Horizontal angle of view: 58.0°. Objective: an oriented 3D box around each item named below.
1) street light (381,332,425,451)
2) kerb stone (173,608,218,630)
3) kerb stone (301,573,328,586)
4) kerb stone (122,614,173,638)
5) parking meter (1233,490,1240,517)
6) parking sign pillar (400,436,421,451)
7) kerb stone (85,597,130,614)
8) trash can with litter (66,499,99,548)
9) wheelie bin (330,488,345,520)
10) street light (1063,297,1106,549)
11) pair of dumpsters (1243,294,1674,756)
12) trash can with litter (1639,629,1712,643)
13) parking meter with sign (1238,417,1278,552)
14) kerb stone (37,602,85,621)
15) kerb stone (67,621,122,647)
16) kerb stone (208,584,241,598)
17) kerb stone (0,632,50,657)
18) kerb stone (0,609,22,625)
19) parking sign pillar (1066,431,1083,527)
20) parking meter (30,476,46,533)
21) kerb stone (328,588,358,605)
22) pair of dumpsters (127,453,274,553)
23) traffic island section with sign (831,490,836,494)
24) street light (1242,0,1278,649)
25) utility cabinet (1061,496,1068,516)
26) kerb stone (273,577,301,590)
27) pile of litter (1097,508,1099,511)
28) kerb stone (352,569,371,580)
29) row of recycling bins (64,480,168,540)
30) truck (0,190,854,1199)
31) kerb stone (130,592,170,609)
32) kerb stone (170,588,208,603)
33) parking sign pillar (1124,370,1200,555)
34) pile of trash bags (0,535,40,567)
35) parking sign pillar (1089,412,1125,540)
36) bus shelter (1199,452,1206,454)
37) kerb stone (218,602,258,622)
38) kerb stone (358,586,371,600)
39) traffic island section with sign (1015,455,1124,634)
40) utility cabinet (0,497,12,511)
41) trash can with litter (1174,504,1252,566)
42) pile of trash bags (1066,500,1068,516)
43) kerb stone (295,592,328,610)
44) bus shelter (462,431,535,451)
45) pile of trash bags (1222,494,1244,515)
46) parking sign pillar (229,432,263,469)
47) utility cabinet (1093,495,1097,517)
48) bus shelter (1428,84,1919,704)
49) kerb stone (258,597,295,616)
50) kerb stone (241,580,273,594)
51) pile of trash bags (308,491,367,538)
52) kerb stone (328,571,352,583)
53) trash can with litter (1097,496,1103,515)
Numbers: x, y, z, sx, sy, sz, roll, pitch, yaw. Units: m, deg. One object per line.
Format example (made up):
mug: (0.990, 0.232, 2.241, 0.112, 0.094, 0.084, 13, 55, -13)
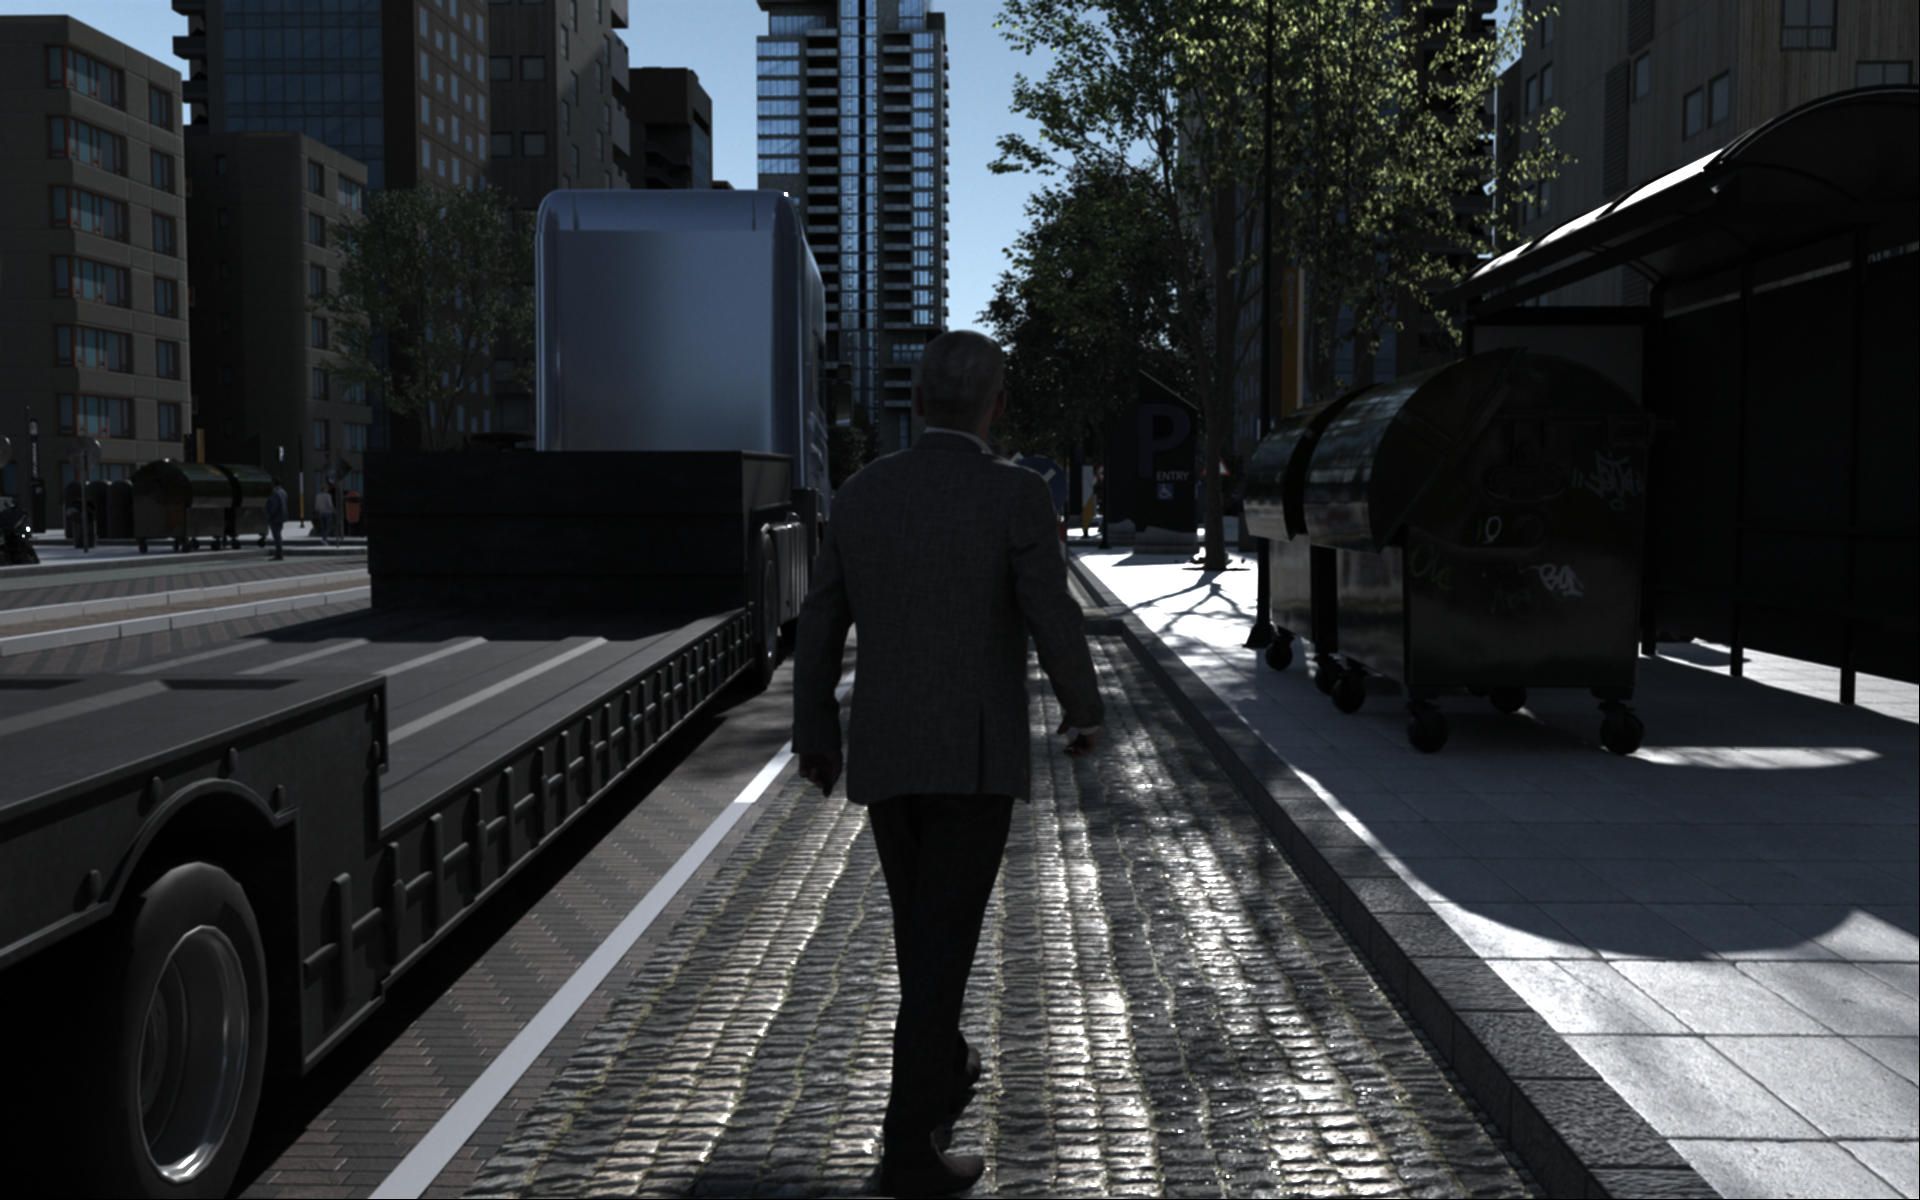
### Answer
street light: (-16.010, -4.722, 49.753, 1.470, 5.913, 1.316, 0, 4, 2)
kerb stone: (-8.353, 0.211, 18.754, 0.120, 0.150, 1.000, 0, 4, 2)
kerb stone: (-10.191, -0.299, 27.092, 0.120, 0.150, 1.000, 0, 4, 2)
kerb stone: (-8.390, 0.273, 17.732, 0.120, 0.150, 1.000, 0, 4, 2)
parking meter: (15.536, -5.443, 97.404, 0.372, 1.533, 0.369, 0, 3, 0)
parking sign pillar: (-25.553, -5.681, 81.357, 1.447, 3.967, 1.447, -3, 5, -43)
kerb stone: (-10.385, 0.080, 20.946, 0.120, 0.150, 1.000, 0, 4, 2)
trash can with litter: (-20.868, -1.824, 41.210, 0.624, 1.170, 1.055, -1, 4, -21)
wheelie bin: (-30.359, -4.690, 84.593, 0.693, 1.594, 0.980, 3, 4, 38)
street light: (2.833, -4.137, 40.188, 1.470, 5.913, 1.316, 0, 4, 2)
pair of dumpsters: (2.792, -0.490, 10.506, 1.574, 2.255, 4.437, 0, 4, 2)
trash can with litter: (6.369, -0.231, 15.162, 1.055, 1.170, 0.624, 0, 4, -1)
parking meter with sign: (6.639, -2.599, 38.761, 0.543, 3.016, 1.738, 1, 4, 23)
kerb stone: (-10.416, 0.139, 19.917, 0.120, 0.150, 1.000, 0, 4, 2)
kerb stone: (-8.427, 0.337, 16.707, 0.120, 0.150, 1.000, 0, 4, 2)
kerb stone: (-10.286, -0.102, 24.014, 0.120, 0.150, 1.000, 0, 4, 2)
kerb stone: (-8.447, 0.398, 15.685, 0.120, 0.150, 1.000, 0, 4, 2)
kerb stone: (-10.445, 0.204, 18.893, 0.120, 0.150, 1.000, 0, 4, 2)
parking sign pillar: (4.727, -4.867, 68.044, 1.447, 3.967, 1.447, 2, 4, 26)
parking meter: (-30.118, -3.113, 56.604, 0.255, 1.863, 0.399, 3, 5, 44)
kerb stone: (-8.221, -0.035, 22.854, 0.120, 0.150, 1.000, 0, 4, 2)
pair of dumpsters: (-17.184, -2.256, 39.387, 1.574, 2.255, 4.437, 0, 4, 2)
traffic island section with sign: (-11.064, -8.704, 150.939, 1.989, 1.847, 2.006, 0, 4, 2)
street light: (2.006, -2.559, 14.386, 1.470, 5.913, 1.316, 0, 4, 2)
utility cabinet: (6.390, -5.616, 102.991, 1.020, 1.237, 0.306, 1, 4, 16)
kerb stone: (-10.224, -0.236, 26.062, 0.120, 0.150, 1.000, 0, 4, 2)
pile of litter: (9.966, -6.599, 121.861, 1.719, 0.858, 1.176, -1, 4, -11)
kerb stone: (-10.126, -0.424, 29.134, 0.120, 0.150, 1.000, 0, 4, 2)
row of recycling bins: (-24.182, -2.597, 49.582, 3.534, 1.692, 1.069, 1, 4, 21)
truck: (-2.604, -1.213, 9.587, 2.967, 4.110, 18.799, 0, 4, 0)
kerb stone: (-10.355, 0.022, 21.970, 0.120, 0.150, 1.000, 0, 4, 2)
kerb stone: (-10.317, -0.048, 22.992, 0.120, 0.150, 1.000, 0, 4, 2)
parking sign pillar: (4.459, -2.987, 37.311, 1.447, 3.967, 1.447, 1, 4, 17)
pile of trash bags: (-18.484, -1.320, 31.327, 3.447, 1.369, 1.912, 1, 4, 15)
parking sign pillar: (4.711, -3.672, 48.502, 1.447, 3.967, 1.447, -2, 4, -34)
bus shelter: (8.299, -4.519, 67.808, 2.014, 3.302, 5.546, 0, 4, 2)
kerb stone: (-8.324, 0.153, 19.776, 0.120, 0.150, 1.000, 0, 4, 2)
kerb stone: (-8.195, -0.103, 23.875, 0.120, 0.150, 1.000, 0, 4, 2)
traffic island section with sign: (0.704, -0.607, 18.555, 1.989, 1.847, 2.006, 0, 4, 2)
utility cabinet: (-19.255, -1.430, 34.541, 1.020, 1.237, 0.306, 3, 5, 40)
trash can with litter: (4.835, -1.292, 32.181, 1.678, 1.210, 2.233, 1, 4, 17)
pile of trash bags: (6.415, -5.608, 101.450, 3.447, 1.369, 1.912, 1, 4, 17)
kerb stone: (-8.258, 0.022, 21.832, 0.120, 0.150, 1.000, 0, 4, 2)
bus shelter: (-17.562, -4.653, 67.367, 1.731, 3.624, 6.357, 0, 4, 2)
pile of trash bags: (16.318, -5.784, 104.323, 1.912, 1.369, 3.447, 2, 4, 32)
parking sign pillar: (-30.739, -5.268, 74.597, 1.447, 3.967, 1.447, -1, 4, -19)
utility cabinet: (7.328, -5.310, 97.983, 0.306, 1.237, 1.020, 3, 5, 41)
bus shelter: (4.724, -1.066, 11.345, 2.014, 3.302, 5.546, 0, 4, 2)
kerb stone: (-8.290, 0.085, 20.802, 0.120, 0.150, 1.000, 0, 4, 2)
kerb stone: (-10.249, -0.173, 25.035, 0.120, 0.150, 1.000, 0, 4, 2)
pile of trash bags: (-18.475, -2.595, 52.179, 1.912, 1.369, 3.447, -2, 4, -27)
kerb stone: (-10.159, -0.362, 28.113, 0.120, 0.150, 1.000, 0, 4, 2)
trash can with litter: (8.591, -5.767, 105.671, 0.624, 1.170, 1.055, -1, 4, -16)
